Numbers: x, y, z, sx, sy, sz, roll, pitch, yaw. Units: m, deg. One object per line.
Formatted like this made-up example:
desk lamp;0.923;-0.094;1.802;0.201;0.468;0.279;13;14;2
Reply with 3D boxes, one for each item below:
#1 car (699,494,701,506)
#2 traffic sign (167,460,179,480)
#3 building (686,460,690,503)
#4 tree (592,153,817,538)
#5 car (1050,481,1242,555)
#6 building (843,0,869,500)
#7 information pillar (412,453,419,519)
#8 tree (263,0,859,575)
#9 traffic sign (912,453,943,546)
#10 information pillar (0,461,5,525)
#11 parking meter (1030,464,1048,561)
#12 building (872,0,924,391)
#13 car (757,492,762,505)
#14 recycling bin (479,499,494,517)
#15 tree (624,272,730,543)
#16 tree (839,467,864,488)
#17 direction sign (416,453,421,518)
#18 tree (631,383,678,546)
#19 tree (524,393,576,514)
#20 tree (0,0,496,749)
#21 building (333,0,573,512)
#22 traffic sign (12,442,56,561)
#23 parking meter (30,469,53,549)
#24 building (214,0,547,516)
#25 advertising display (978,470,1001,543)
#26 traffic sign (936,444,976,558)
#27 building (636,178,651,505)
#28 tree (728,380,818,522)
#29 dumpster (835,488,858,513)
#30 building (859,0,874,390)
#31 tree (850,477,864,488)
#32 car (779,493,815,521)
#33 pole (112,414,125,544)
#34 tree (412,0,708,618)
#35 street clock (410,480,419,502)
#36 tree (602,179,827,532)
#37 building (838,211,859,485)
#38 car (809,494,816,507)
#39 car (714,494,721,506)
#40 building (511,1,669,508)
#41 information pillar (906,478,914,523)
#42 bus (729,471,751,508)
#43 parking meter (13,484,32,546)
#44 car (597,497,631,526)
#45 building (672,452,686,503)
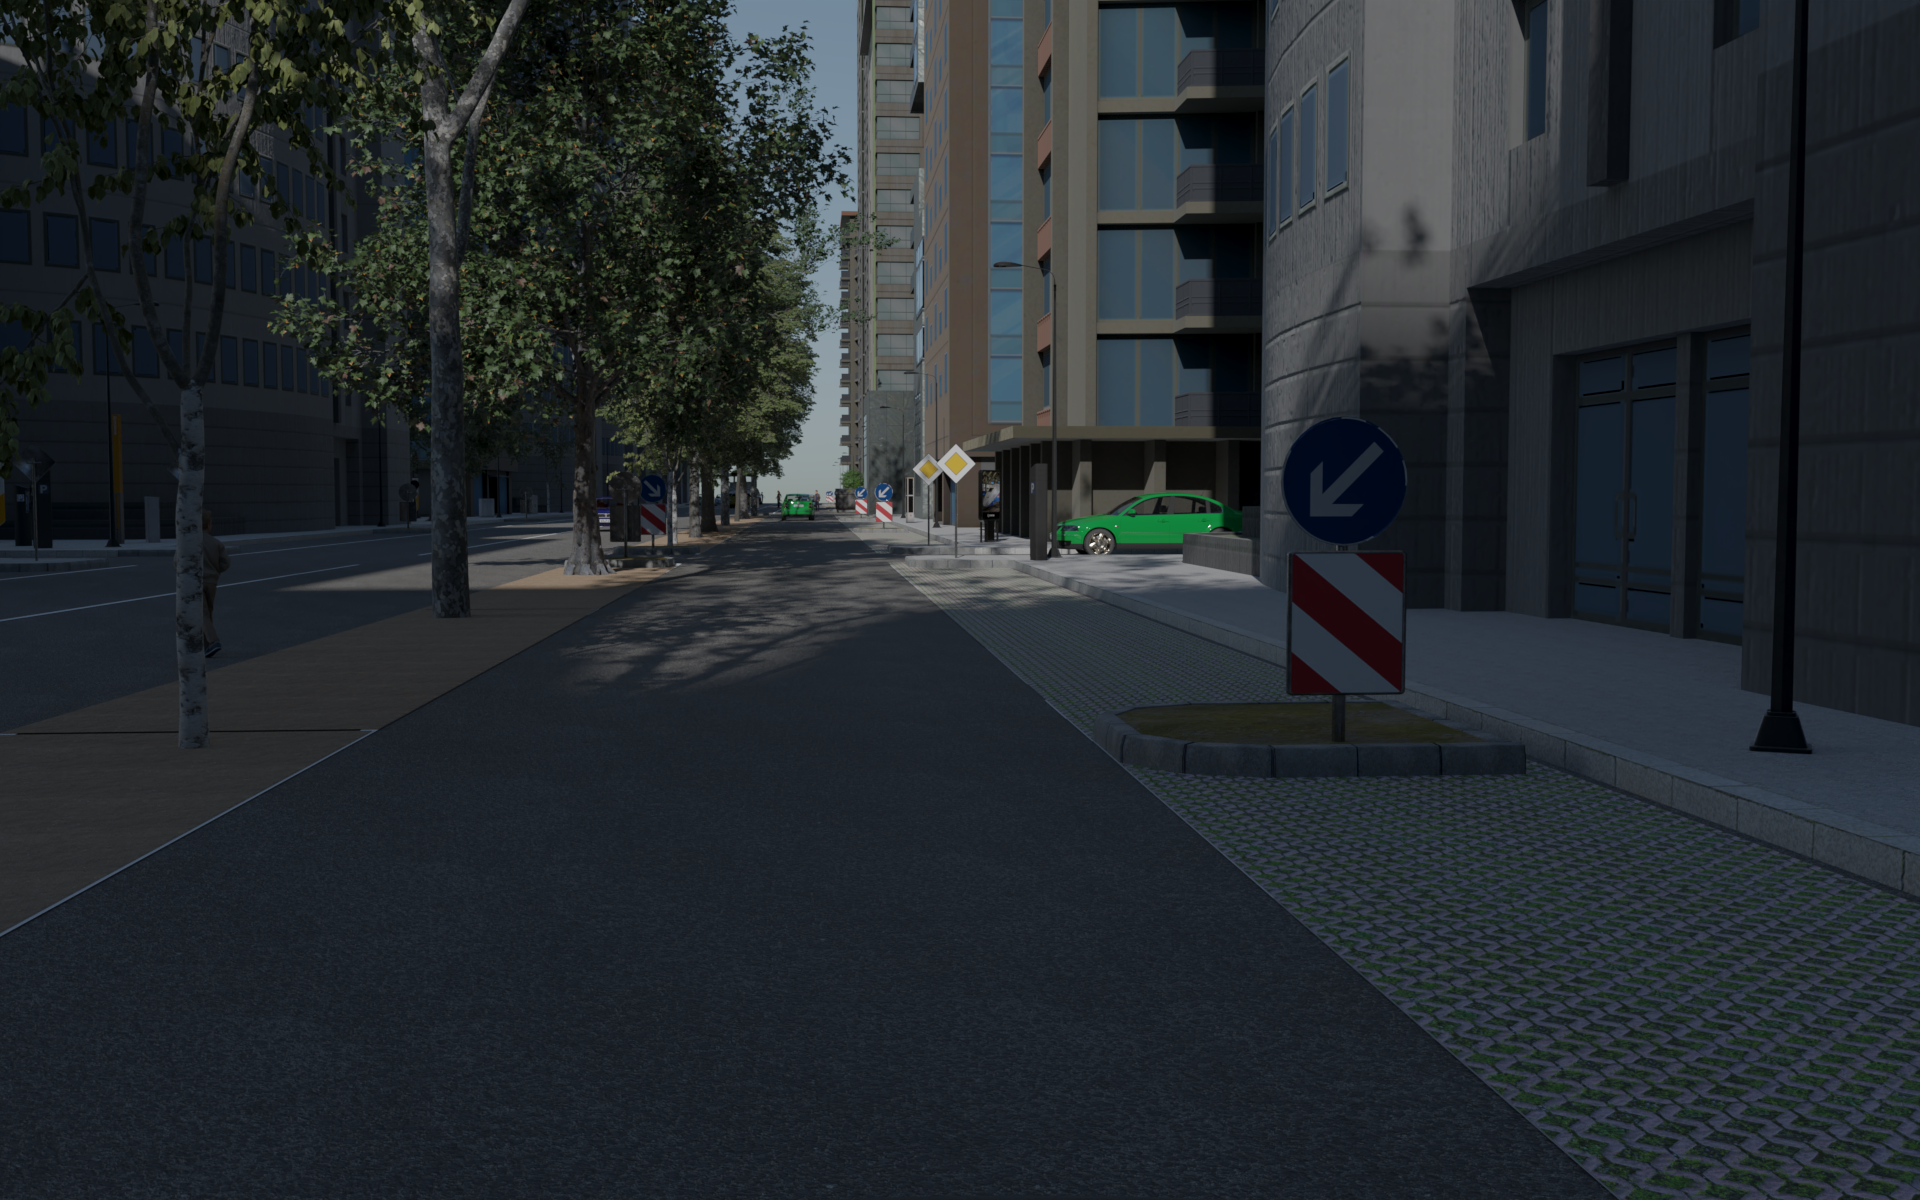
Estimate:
car;-27.842;-10.755;187.642;2.131;1.459;4.920;0;4;-3
traffic sign;-18.404;-2.292;41.117;0.795;2.450;0.064;0;4;-5
building;-47.093;-35.331;261.250;14.154;41.232;14.086;0;4;-5
tree;-8.543;-8.283;56.010;7.486;12.596;7.792;0;3;0
car;4.403;-1.872;39.406;4.718;1.807;1.959;0;4;-6
building;-5.714;-48.862;237.139;20.563;71.187;20.611;0;4;-5
information pillar;-28.475;-6.067;90.542;0.183;3.616;0.504;1;4;10
tree;-6.613;-6.778;30.288;9.611;12.733;9.660;0;3;0
traffic sign;-0.774;-2.384;42.625;0.795;2.450;0.064;0;4;-5
information pillar;-25.169;-3.286;45.073;0.504;3.616;0.183;-1;4;-9
parking meter;1.521;-1.699;33.496;0.255;1.863;0.399;-1;4;-15
building;0.487;-27.243;129.024;14.154;41.232;14.086;0;4;-5
car;-27.949;-13.858;235.245;2.281;1.827;5.304;0;4;-5
recycling bin;-26.075;-5.066;95.383;0.722;1.027;0.722;-2;4;-24
tree;-8.202;-5.917;49.563;4.360;8.622;3.978;0;3;0
tree;-12.701;-13.512;204.640;4.285;4.588;4.351;0;3;0
direction sign;-28.635;-6.074;91.314;0.379;3.537;0.876;-1;4;-13
tree;-7.588;-5.635;44.959;4.737;8.622;4.395;0;3;0
tree;-26.783;-9.972;113.412;4.360;8.622;3.978;0;3;0
tree;-4.373;-3.480;9.724;4.737;8.622;4.395;0;3;0
building;-41.341;-37.550;155.940;21.231;58.520;28.212;0;4;-5
traffic sign;-17.711;-1.805;33.162;0.795;2.450;0.064;0;4;-5
parking meter;-21.690;-2.151;40.883;0.255;1.863;0.399;3;5;39
building;-39.036;-35.833;127.874;21.231;58.520;28.212;0;4;-5
advertising display;0.785;-2.505;46.171;0.123;1.923;0.974;2;4;32
traffic sign;-0.082;-1.898;34.670;0.795;2.450;0.064;0;4;-5
building;-39.717;-30.226;177.797;14.154;41.232;14.086;0;4;-5
tree;-11.548;-9.307;89.044;8.767;10.594;7.601;0;4;-5
dumpster;-8.565;-7.522;131.200;1.865;1.857;1.264;0;4;-6
building;4.370;-36.154;180.352;28.713;52.752;27.495;0;4;-5
tree;-11.698;-12.660;201.587;1.663;3.219;1.824;0;3;0
car;-8.859;-5.236;94.401;1.959;1.807;4.718;0;4;-6
pole;-21.609;-3.096;44.460;0.158;3.312;0.155;0;3;0
tree;-4.609;-9.808;18.710;12.611;20.169;13.585;0;3;0
street clock;-28.043;-5.168;89.063;0.471;2.002;0.358;-1;4;-20
tree;-9.430;-9.515;64.678;9.857;13.997;8.962;0;3;0
building;-7.167;-37.185;262.606;22.147;44.769;28.867;0;4;-5
car;-16.694;-10.922;190.583;2.014;1.417;4.499;0;4;-5
car;-28.514;-11.960;207.544;2.014;1.417;4.499;0;4;-7
building;-47.371;-40.925;211.118;21.231;58.520;28.212;0;4;-5
information pillar;-2.227;-4.426;76.864;0.304;2.012;0.304;-1;4;-18
bus;-22.481;-11.461;178.933;2.896;3.916;12.252;0;4;-4
parking meter;-23.078;-2.094;42.651;0.372;1.533;0.369;0;3;0
car;-13.575;-3.341;67.203;1.945;1.354;3.894;0;4;-7
building;-45.074;-33.605;233.034;14.154;41.232;14.086;0;4;-5
